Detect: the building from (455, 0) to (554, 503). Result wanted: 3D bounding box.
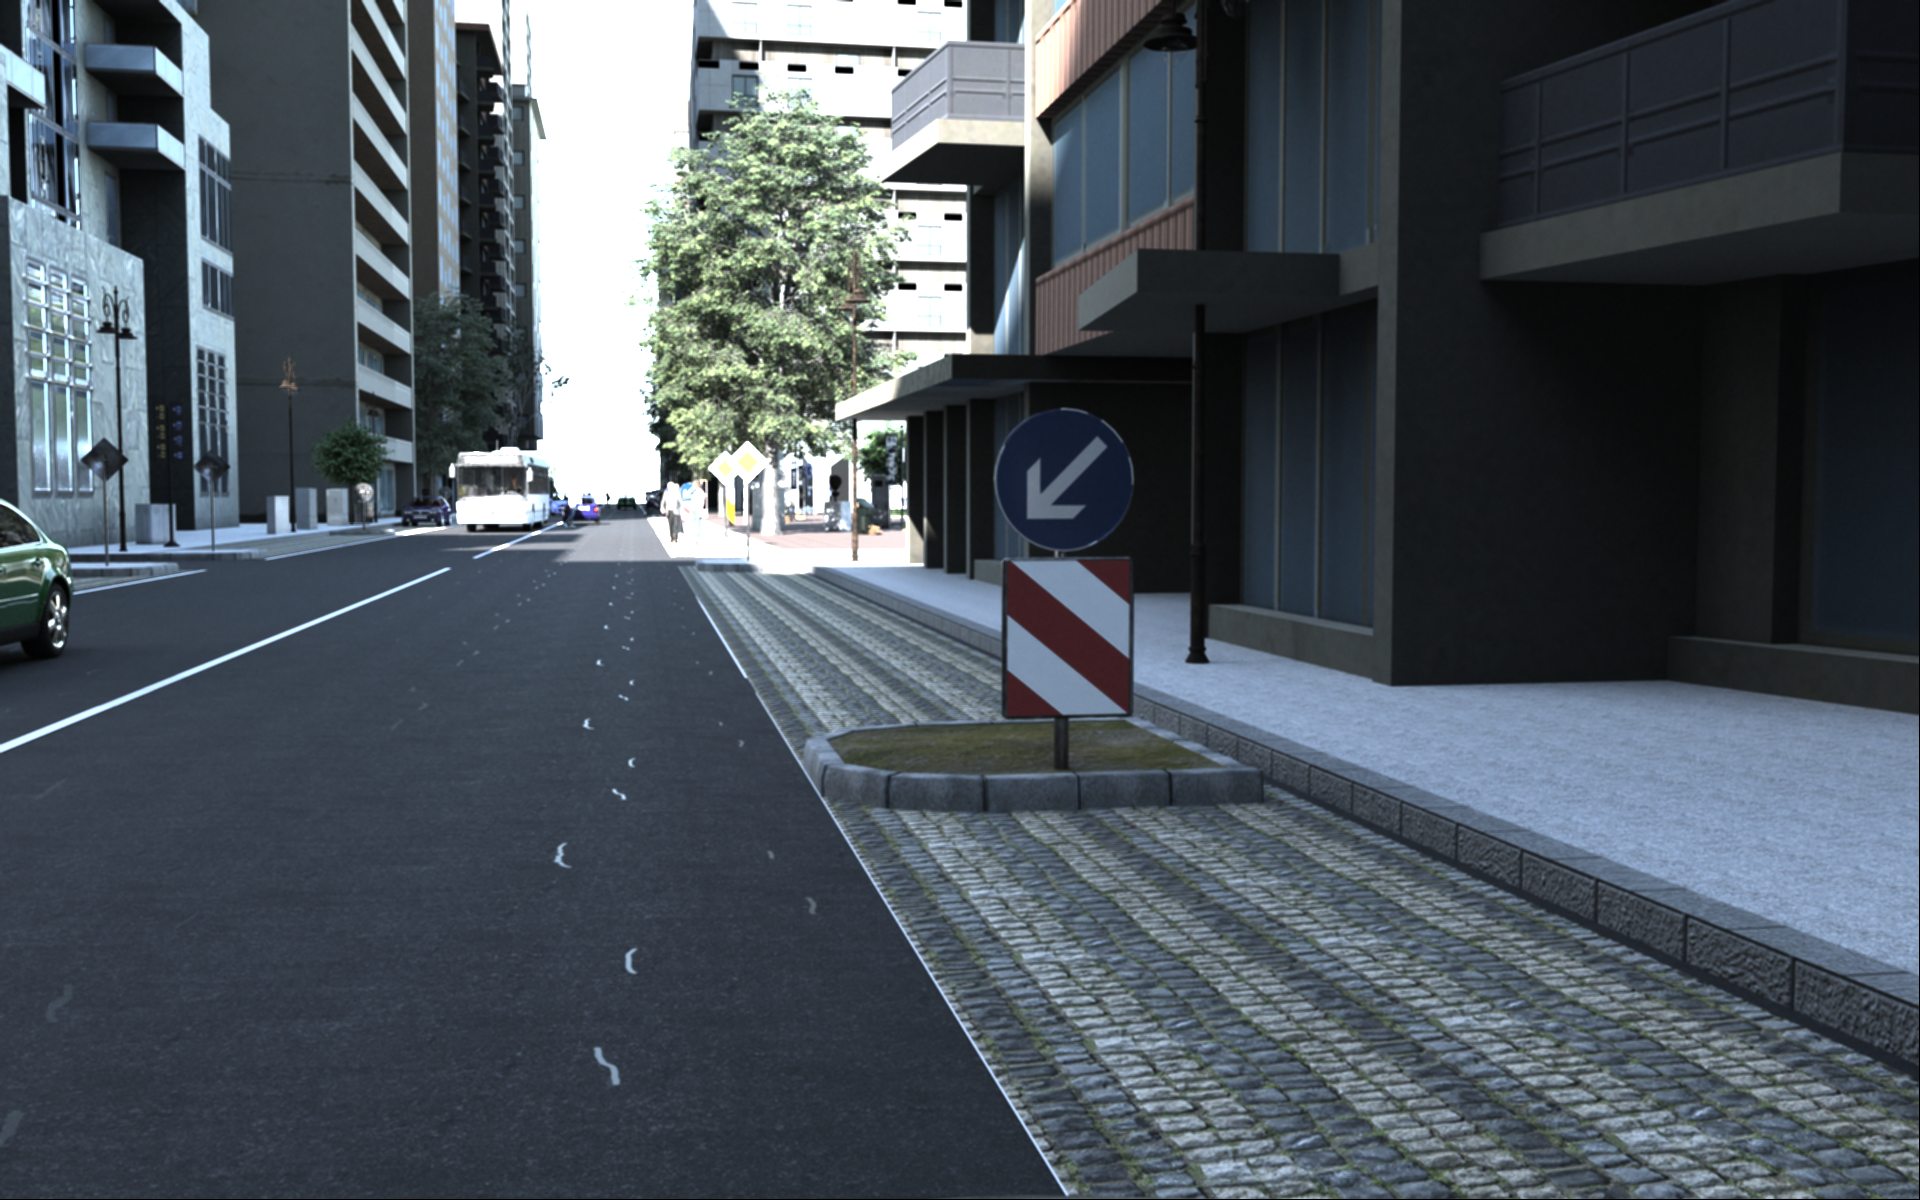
[{"bbox_3d":[-69.526,-49.583,248.936,20.563,71.187,20.611,-1,4,-11],"label":"building"}]

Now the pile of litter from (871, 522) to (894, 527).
[{"bbox_3d":[-3.223,-3.354,68.795,1.719,0.858,1.176,3,4,38],"label":"pile of litter"}]

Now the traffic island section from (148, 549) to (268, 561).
[{"bbox_3d":[-16.745,-1.010,38.799,2.009,0.180,2.903,-1,4,-11],"label":"traffic island section"}]

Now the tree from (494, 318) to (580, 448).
[{"bbox_3d":[-46.644,-20.067,183.979,12.611,20.169,13.585,0,3,0],"label":"tree"}]

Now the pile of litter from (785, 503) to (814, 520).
[{"bbox_3d":[-8.335,-4.520,87.867,1.176,0.858,1.719,1,4,13],"label":"pile of litter"}]

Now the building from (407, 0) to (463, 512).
[{"bbox_3d":[-41.763,-28.563,117.108,14.600,45.320,14.200,-1,4,-11],"label":"building"}]

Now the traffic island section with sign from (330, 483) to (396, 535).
[{"bbox_3d":[-20.879,-3.182,60.646,1.989,1.847,2.006,-1,4,-11],"label":"traffic island section with sign"}]

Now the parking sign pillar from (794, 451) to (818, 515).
[{"bbox_3d":[-9.474,-7.226,106.615,1.447,3.967,1.447,1,4,18],"label":"parking sign pillar"}]

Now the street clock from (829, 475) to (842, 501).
[{"bbox_3d":[-4.783,-3.784,66.443,0.471,2.002,0.358,0,4,3],"label":"street clock"}]

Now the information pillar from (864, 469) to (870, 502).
[{"bbox_3d":[-4.994,-6.215,92.965,0.183,3.616,0.504,-3,4,-39],"label":"information pillar"}]

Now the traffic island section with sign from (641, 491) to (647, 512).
[{"bbox_3d":[-24.401,-7.984,139.174,1.989,1.847,2.006,-1,4,-11],"label":"traffic island section with sign"}]

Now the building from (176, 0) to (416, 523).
[{"bbox_3d":[-39.112,-28.137,83.745,21.300,48.544,21.600,-1,4,-11],"label":"building"}]

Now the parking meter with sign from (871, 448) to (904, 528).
[{"bbox_3d":[-2.975,-4.198,64.897,1.738,3.016,0.543,0,4,3],"label":"parking meter with sign"}]

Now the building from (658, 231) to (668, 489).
[{"bbox_3d":[-39.179,-35.613,265.870,14.154,41.232,14.086,-1,4,-11],"label":"building"}]

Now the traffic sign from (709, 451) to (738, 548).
[{"bbox_3d":[-5.523,-2.274,40.829,0.795,2.450,0.064,-1,4,-11],"label":"traffic sign"}]

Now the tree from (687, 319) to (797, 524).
[{"bbox_3d":[-8.959,-7.564,74.037,4.360,8.622,3.978,0,3,0],"label":"tree"}]

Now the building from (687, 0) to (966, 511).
[{"bbox_3d":[-8.399,-33.876,143.103,28.713,52.752,27.495,-1,4,-11],"label":"building"}]

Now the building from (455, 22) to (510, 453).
[{"bbox_3d":[-53.199,-30.780,157.882,22.147,44.769,28.867,-1,4,-11],"label":"building"}]

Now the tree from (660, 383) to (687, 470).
[{"bbox_3d":[-16.730,-9.731,109.467,4.360,8.622,3.978,0,3,0],"label":"tree"}]

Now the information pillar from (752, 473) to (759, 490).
[{"bbox_3d":[-13.505,-7.524,114.365,0.504,3.616,0.183,0,4,0],"label":"information pillar"}]

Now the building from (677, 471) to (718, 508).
[{"bbox_3d":[-16.773,-44.500,165.835,20.563,71.187,20.611,-1,4,-11],"label":"building"}]

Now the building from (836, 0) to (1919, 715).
[{"bbox_3d":[10.785,-22.355,20.126,22.147,44.769,28.867,-1,4,-11],"label":"building"}]

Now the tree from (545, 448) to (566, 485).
[{"bbox_3d":[-63.332,-19.531,269.699,4.360,8.622,3.978,0,3,0],"label":"tree"}]

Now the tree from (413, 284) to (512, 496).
[{"bbox_3d":[-32.462,-12.204,106.184,9.857,13.997,8.962,0,3,0],"label":"tree"}]

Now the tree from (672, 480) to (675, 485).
[{"bbox_3d":[-32.494,-12.503,199.031,1.663,3.219,1.824,0,3,0],"label":"tree"}]

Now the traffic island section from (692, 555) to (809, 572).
[{"bbox_3d":[-4.019,-0.660,33.064,2.009,0.180,2.903,-1,4,-11],"label":"traffic island section"}]

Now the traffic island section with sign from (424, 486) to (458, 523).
[{"bbox_3d":[-25.977,-4.827,87.547,1.989,1.847,2.006,-1,4,-11],"label":"traffic island section with sign"}]

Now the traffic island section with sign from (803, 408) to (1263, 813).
[{"bbox_3d":[0.240,-0.006,8.726,1.989,1.847,2.006,-1,4,-11],"label":"traffic island section with sign"}]

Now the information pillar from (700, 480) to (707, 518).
[{"bbox_3d":[-13.491,-5.299,91.124,0.304,2.012,0.304,-2,4,-24],"label":"information pillar"}]

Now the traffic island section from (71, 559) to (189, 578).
[{"bbox_3d":[-15.263,-0.530,30.952,2.009,0.180,2.903,-1,4,-11],"label":"traffic island section"}]

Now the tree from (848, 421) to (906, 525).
[{"bbox_3d":[-3.037,-5.496,73.575,4.285,4.588,4.351,0,3,0],"label":"tree"}]

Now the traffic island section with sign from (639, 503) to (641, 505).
[{"bbox_3d":[-29.413,-9.604,165.661,1.989,1.847,2.006,-1,4,-11],"label":"traffic island section with sign"}]

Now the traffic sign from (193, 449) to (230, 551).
[{"bbox_3d":[-16.723,-2.147,38.742,0.795,2.450,0.064,-1,4,-11],"label":"traffic sign"}]

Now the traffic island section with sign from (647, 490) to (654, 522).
[{"bbox_3d":[-15.043,-4.952,89.599,1.989,1.847,2.006,-1,4,-11],"label":"traffic island section with sign"}]

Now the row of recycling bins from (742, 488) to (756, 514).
[{"bbox_3d":[-12.592,-6.291,109.978,3.534,1.692,1.069,3,5,45],"label":"row of recycling bins"}]

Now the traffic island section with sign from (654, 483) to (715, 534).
[{"bbox_3d":[-9.831,-3.267,62.038,1.989,1.847,2.006,-1,4,-11],"label":"traffic island section with sign"}]

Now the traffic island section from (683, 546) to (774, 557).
[{"bbox_3d":[-5.501,-1.139,40.911,2.009,0.180,2.903,-1,4,-11],"label":"traffic island section"}]

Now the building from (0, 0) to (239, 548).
[{"bbox_3d":[-34.343,-44.991,48.279,22.319,86.520,31.000,-1,4,-11],"label":"building"}]

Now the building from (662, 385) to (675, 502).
[{"bbox_3d":[-28.055,-24.516,245.873,27.650,21.520,28.899,-1,4,-11],"label":"building"}]

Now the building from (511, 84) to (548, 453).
[{"bbox_3d":[-68.524,-38.879,224.914,28.713,52.752,27.495,-1,4,-11],"label":"building"}]

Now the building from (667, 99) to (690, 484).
[{"bbox_3d":[-23.309,-30.590,183.748,14.154,41.232,14.086,-1,4,-11],"label":"building"}]

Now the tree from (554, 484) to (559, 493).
[{"bbox_3d":[-62.460,-16.567,265.467,1.663,3.219,1.824,0,3,0],"label":"tree"}]

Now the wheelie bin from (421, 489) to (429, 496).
[{"bbox_3d":[-33.906,-6.271,110.431,0.980,1.594,0.693,-1,4,-14],"label":"wheelie bin"}]

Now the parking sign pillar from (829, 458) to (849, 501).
[{"bbox_3d":[-7.927,-7.656,113.649,1.447,3.967,1.447,-2,4,-29],"label":"parking sign pillar"}]

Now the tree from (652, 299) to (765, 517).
[{"bbox_3d":[-13.497,-11.006,98.070,7.486,12.596,7.792,0,3,0],"label":"tree"}]

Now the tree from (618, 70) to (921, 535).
[{"bbox_3d":[-5.930,-9.025,54.206,9.857,13.997,8.962,0,3,0],"label":"tree"}]

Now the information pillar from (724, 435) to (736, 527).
[{"bbox_3d":[-8.894,-4.619,66.874,0.504,3.616,0.183,3,5,43],"label":"information pillar"}]

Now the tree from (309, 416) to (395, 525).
[{"bbox_3d":[-25.259,-5.403,72.054,4.285,4.588,4.351,0,3,0],"label":"tree"}]

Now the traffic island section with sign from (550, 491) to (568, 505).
[{"bbox_3d":[-50.641,-12.811,218.091,1.989,1.847,2.006,-1,4,-11],"label":"traffic island section with sign"}]
